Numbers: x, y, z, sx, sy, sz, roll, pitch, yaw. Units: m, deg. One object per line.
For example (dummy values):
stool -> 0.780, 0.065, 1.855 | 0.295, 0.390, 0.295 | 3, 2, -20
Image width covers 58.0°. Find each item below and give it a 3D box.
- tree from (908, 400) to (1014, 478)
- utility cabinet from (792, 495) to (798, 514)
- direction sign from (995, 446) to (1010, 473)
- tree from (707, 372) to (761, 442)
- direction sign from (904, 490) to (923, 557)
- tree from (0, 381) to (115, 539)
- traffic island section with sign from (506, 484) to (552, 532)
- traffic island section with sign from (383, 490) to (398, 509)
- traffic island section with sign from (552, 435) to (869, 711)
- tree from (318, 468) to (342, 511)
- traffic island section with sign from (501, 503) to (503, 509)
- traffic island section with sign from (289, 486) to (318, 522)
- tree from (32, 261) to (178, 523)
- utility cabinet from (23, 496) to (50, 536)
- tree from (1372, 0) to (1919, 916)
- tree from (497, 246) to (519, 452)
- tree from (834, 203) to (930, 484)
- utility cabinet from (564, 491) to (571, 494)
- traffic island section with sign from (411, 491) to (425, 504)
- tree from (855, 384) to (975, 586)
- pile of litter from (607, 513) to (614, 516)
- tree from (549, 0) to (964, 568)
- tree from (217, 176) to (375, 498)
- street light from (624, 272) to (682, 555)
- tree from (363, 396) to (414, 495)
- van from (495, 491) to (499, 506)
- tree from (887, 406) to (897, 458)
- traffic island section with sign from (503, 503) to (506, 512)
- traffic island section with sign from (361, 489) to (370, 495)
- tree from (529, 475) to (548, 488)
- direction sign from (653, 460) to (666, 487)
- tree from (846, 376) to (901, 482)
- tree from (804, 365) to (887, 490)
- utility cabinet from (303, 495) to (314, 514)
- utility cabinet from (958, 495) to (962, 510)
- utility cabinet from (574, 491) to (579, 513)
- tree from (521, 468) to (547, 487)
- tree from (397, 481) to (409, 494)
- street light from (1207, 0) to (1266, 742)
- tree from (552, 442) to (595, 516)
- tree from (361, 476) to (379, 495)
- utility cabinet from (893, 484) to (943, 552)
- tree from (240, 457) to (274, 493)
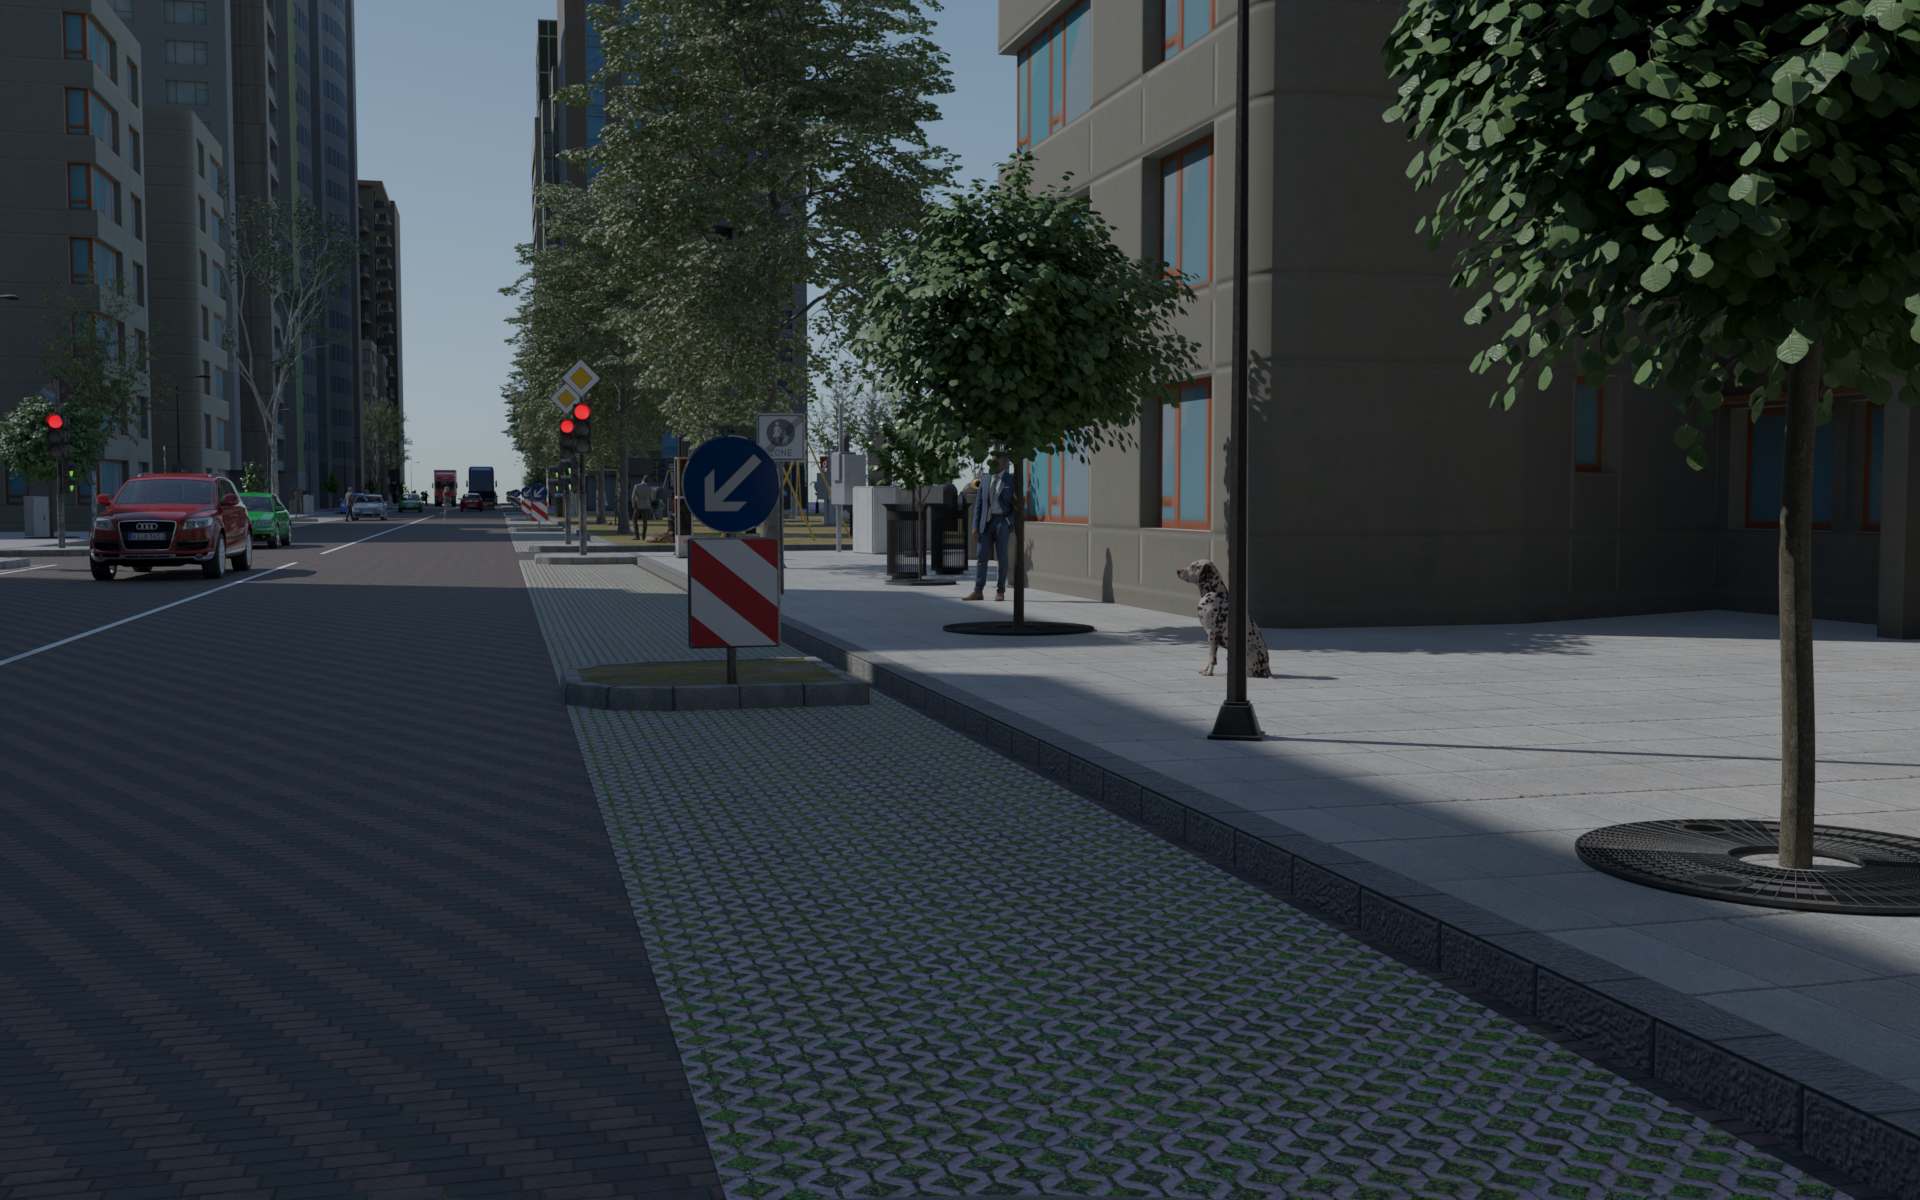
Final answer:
tree -> 0.573, -7.894, 79.422 | 4.360, 8.622, 3.978 | 0, 3, 0
utility cabinet -> -10.505, -6.057, 110.201 | 0.306, 1.237, 1.020 | -1, 4, -14
direction sign -> 1.742, -4.920, 72.433 | 0.379, 3.537, 0.876 | -3, 5, -45
tree -> -13.069, -9.350, 103.231 | 4.360, 8.622, 3.978 | 0, 3, 0
direction sign -> -0.944, -2.641, 35.175 | 0.379, 3.537, 0.876 | 0, 4, -8
tree -> -26.418, -4.081, 50.437 | 4.285, 4.588, 4.351 | 0, 3, 0
traffic island section with sign -> -16.175, -3.513, 66.060 | 1.989, 1.847, 2.006 | -1, 4, -15
traffic island section with sign -> -53.854, -9.431, 162.824 | 1.989, 1.847, 2.006 | -1, 4, -15
traffic island section with sign -> -1.826, -0.227, 12.346 | 1.989, 1.847, 2.006 | -1, 4, -15
tree -> -47.524, -8.343, 131.008 | 1.663, 3.219, 1.824 | 0, 3, 0
traffic island section with sign -> -35.909, -8.026, 139.858 | 1.989, 1.847, 2.006 | -1, 4, -15
traffic island section with sign -> -34.166, -4.926, 89.172 | 1.989, 1.847, 2.006 | -1, 4, -15
tree -> -27.787, -6.448, 55.792 | 4.737, 8.622, 4.395 | 0, 3, 0
utility cabinet -> -28.473, -2.585, 53.428 | 0.306, 1.237, 1.020 | 0, 4, -3
tree -> 2.936, -1.356, 5.890 | 4.285, 4.588, 4.351 | 0, 3, 0
tree -> -10.682, -8.380, 55.139 | 7.486, 12.596, 7.792 | 0, 3, 0
tree -> 0.478, -1.991, 16.267 | 4.285, 4.588, 4.351 | 0, 3, 0
utility cabinet -> -23.587, -5.759, 102.841 | 0.318, 1.500, 1.173 | 0, 4, 1
traffic island section with sign -> -68.091, -12.690, 216.107 | 1.989, 1.847, 2.006 | -1, 4, -15
tree -> -0.686, -1.828, 24.497 | 1.663, 3.219, 1.824 | 0, 3, 0
pile of litter -> -20.132, -5.401, 102.277 | 1.176, 0.858, 1.719 | -3, 4, -38
tree -> -3.035, -6.802, 29.341 | 7.486, 12.596, 7.792 | 0, 3, 0
tree -> -41.587, -15.082, 102.485 | 12.611, 20.169, 13.585 | 0, 3, 0
street light -> -6.401, -3.893, 36.196 | 1.470, 5.913, 1.316 | -1, 4, -15
tree -> -62.519, -15.883, 185.439 | 9.928, 11.665, 9.643 | 0, 3, 0
van -> -59.123, -12.913, 218.136 | 2.013, 2.044, 4.112 | -1, 4, -16
tree -> -5.076, -9.921, 112.565 | 4.737, 8.622, 4.395 | 0, 3, 0
traffic island section with sign -> -23.130, -5.106, 92.106 | 1.989, 1.847, 2.006 | -1, 4, -15
traffic island section with sign -> -46.884, -7.838, 136.782 | 1.989, 1.847, 2.006 | -1, 4, -15
tree -> -41.526, -10.799, 171.163 | 1.663, 3.219, 1.824 | 0, 3, 0
direction sign -> -19.711, -7.444, 113.708 | 0.876, 3.537, 0.379 | -3, 4, -38
tree -> -5.210, -9.522, 106.047 | 4.360, 8.622, 3.978 | 0, 3, 0
tree -> -7.065, -9.098, 99.109 | 4.737, 8.622, 4.395 | 0, 3, 0
utility cabinet -> -41.642, -6.090, 110.733 | 0.306, 1.237, 1.020 | -3, 5, -43
utility cabinet -> 0.219, -5.994, 109.157 | 1.020, 1.237, 0.306 | -1, 4, -16
utility cabinet -> -25.885, -6.600, 116.590 | 0.318, 1.500, 1.173 | -3, 5, -42
tree -> -48.504, -13.106, 197.997 | 4.285, 4.588, 4.351 | 0, 3, 0
tree -> -73.598, -14.287, 228.200 | 1.663, 3.219, 1.824 | 0, 3, 0
street light -> 0.933, -2.219, 8.823 | 1.470, 5.913, 1.316 | -1, 4, -15
tree -> -22.179, -9.129, 99.615 | 4.737, 8.622, 4.395 | 0, 3, 0
tree -> -58.617, -10.882, 172.522 | 1.663, 3.219, 1.824 | 0, 3, 0
utility cabinet -> -0.920, -1.808, 38.236 | 1.173, 1.500, 0.318 | -3, 4, -38
tree -> -36.661, -5.812, 89.630 | 1.663, 3.219, 1.824 | 0, 3, 0
